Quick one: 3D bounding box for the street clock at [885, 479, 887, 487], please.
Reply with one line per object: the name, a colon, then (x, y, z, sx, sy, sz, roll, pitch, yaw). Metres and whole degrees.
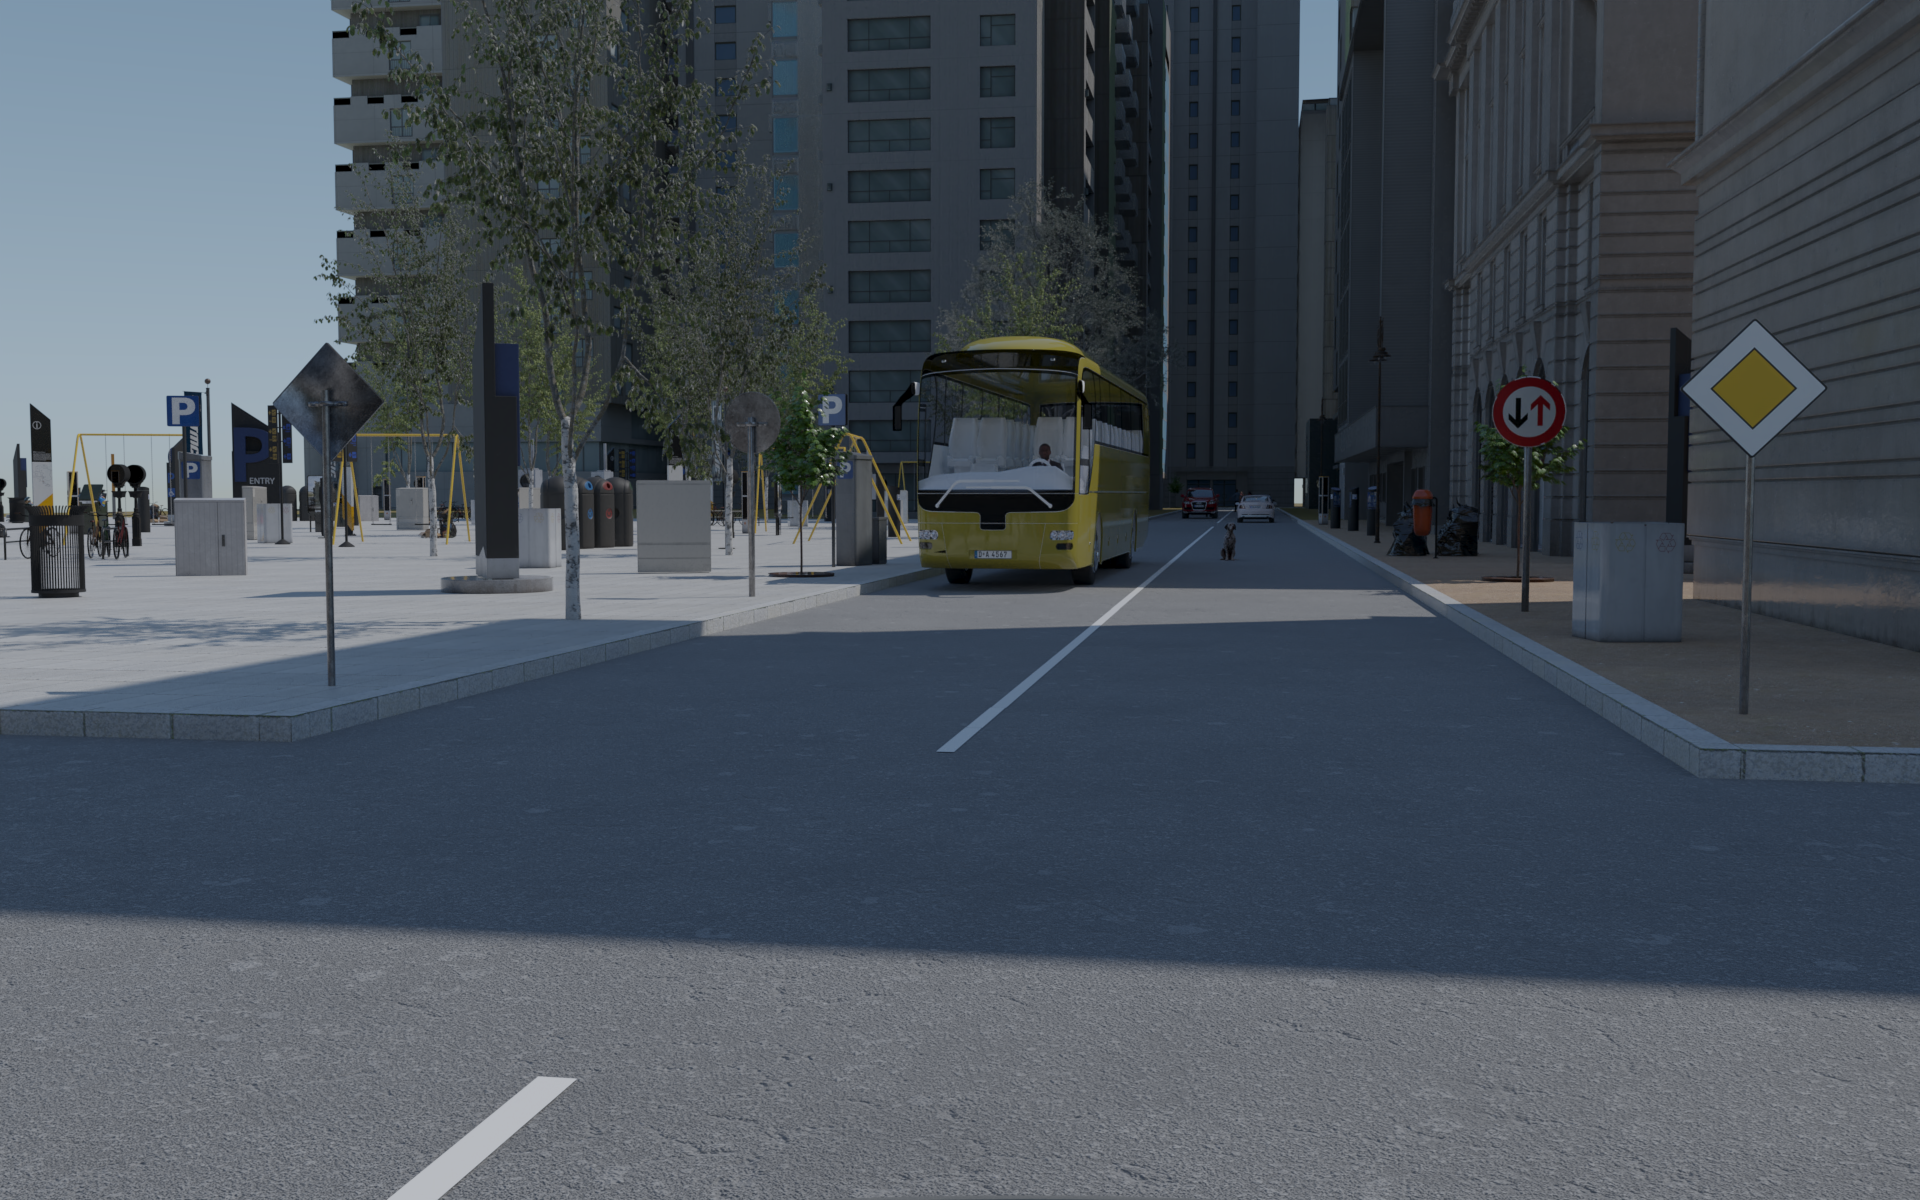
street clock: (-3.765, -4.899, 84.670, 0.358, 2.002, 0.471, 2, 4, 30)

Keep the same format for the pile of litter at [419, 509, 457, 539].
pile of litter: (-15.343, -2.254, 50.815, 1.176, 0.858, 1.719, 0, 4, 8)

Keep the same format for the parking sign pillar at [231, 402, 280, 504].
parking sign pillar: (-20.701, -3.821, 50.947, 1.447, 3.967, 1.447, -1, 4, -18)

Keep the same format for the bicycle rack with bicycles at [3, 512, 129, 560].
bicycle rack with bicycles: (-17.743, -1.311, 34.815, 2.852, 0.926, 2.925, -1, 4, -10)

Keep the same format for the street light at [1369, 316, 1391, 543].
street light: (10.933, -4.429, 45.205, 0.468, 5.910, 1.993, 1, 4, 10)

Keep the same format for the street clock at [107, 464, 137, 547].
street clock: (-20.285, -2.277, 41.800, 0.471, 2.002, 0.358, 0, 4, 8)

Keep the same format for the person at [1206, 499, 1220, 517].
person: (15.485, -6.065, 107.677, 1.348, 1.822, 0.705, -1, 4, -16)

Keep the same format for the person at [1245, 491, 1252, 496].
person: (22.378, -7.611, 134.408, 0.593, 1.643, 0.415, 1, 4, 9)

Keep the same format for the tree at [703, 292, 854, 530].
tree: (-5.961, -6.819, 61.858, 4.737, 8.622, 4.395, 0, 3, 0)

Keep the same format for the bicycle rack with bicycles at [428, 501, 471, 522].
bicycle rack with bicycles: (-26.461, -4.603, 88.641, 2.925, 0.926, 2.852, -3, 4, -38)

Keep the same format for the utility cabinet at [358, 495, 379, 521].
utility cabinet: (-27.944, -4.314, 81.703, 0.306, 1.237, 1.020, 3, 4, 38)

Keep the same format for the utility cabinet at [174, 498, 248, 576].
utility cabinet: (-11.779, -0.983, 27.239, 1.020, 1.237, 0.306, -1, 4, -17)

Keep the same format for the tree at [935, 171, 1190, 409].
tree: (3.576, -9.577, 66.952, 12.009, 13.543, 11.850, 0, 3, 0)

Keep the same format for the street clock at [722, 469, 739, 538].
street clock: (-6.687, -2.799, 50.327, 0.471, 2.002, 0.358, 2, 4, 27)

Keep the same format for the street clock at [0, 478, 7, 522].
street clock: (-43.788, -4.556, 79.068, 0.471, 2.002, 0.358, -1, 4, -10)

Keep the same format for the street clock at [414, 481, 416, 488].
street clock: (-25.494, -4.718, 81.709, 0.471, 2.002, 0.358, 1, 4, 11)

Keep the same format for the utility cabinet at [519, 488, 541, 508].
utility cabinet: (-14.749, -3.104, 59.433, 0.318, 1.500, 1.173, 3, 4, 37)

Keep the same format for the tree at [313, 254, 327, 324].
tree: (-10.834, -5.187, 35.175, 4.360, 8.622, 3.978, 0, 3, 0)

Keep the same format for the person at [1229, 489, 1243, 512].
person: (21.981, -7.894, 137.558, 1.348, 1.826, 0.705, -1, 4, -18)

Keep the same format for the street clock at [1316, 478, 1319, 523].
street clock: (16.031, -4.417, 76.790, 0.358, 2.002, 0.471, -2, 4, -29)

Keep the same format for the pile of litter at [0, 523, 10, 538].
pile of litter: (-28.693, -2.245, 50.678, 1.719, 0.858, 1.176, -3, 5, -41)

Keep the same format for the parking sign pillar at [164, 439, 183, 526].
parking sign pillar: (-31.096, -4.940, 69.243, 1.447, 3.967, 1.447, 1, 4, 15)

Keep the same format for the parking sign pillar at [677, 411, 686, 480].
parking sign pillar: (-9.016, -4.088, 55.306, 1.447, 3.967, 1.447, -1, 4, -15)

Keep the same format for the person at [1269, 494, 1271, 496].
person: (22.971, -7.207, 129.564, 0.421, 1.427, 0.697, -2, 4, -35)

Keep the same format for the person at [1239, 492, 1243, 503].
person: (24.374, -8.562, 149.960, 0.415, 1.643, 0.593, -3, 5, -41)

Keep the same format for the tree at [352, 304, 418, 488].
tree: (-21.031, -7.019, 65.116, 4.737, 8.622, 4.395, 0, 3, 0)

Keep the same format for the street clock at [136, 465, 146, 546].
street clock: (-20.227, -2.320, 42.506, 0.471, 2.002, 0.358, -1, 4, -11)

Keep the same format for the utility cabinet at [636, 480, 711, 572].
utility cabinet: (-4.649, -1.190, 28.138, 1.173, 1.500, 0.318, -1, 4, -12)

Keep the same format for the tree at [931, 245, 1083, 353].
tree: (1.596, -6.157, 51.034, 4.737, 8.622, 4.395, 0, 3, 0)

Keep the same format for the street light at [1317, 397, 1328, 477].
street light: (17.293, -6.731, 82.840, 0.468, 5.910, 1.993, 1, 4, 10)

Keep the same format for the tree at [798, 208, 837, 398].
tree: (-4.769, -5.257, 36.315, 4.360, 8.622, 3.978, 0, 3, 0)

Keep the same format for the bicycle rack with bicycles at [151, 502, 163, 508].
bicycle rack with bicycles: (-37.249, -4.189, 81.864, 2.852, 0.926, 2.925, 0, 4, 7)

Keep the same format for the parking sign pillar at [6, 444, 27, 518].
parking sign pillar: (-50.474, -6.393, 92.996, 1.447, 3.967, 1.447, -3, 4, -38)

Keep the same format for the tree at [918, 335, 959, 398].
tree: (0.029, -7.802, 77.929, 4.360, 8.622, 3.978, 0, 3, 0)

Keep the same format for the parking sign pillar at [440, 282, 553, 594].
parking sign pillar: (-6.125, -2.100, 22.814, 1.447, 3.967, 1.447, -1, 4, -22)

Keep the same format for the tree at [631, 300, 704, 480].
tree: (-10.666, -7.034, 65.374, 4.737, 8.622, 4.395, 0, 3, 0)

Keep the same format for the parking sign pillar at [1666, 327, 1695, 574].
parking sign pillar: (12.204, -2.429, 28.194, 1.447, 3.967, 1.447, -1, 4, -15)

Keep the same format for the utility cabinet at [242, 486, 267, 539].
utility cabinet: (-19.803, -2.447, 48.684, 0.318, 1.500, 1.173, 0, 4, -4)

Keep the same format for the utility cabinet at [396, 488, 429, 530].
utility cabinet: (-19.249, -3.190, 60.842, 1.173, 1.500, 0.318, 1, 4, 22)

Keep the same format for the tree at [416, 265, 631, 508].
tree: (-13.630, -6.347, 54.133, 4.737, 8.622, 4.395, 0, 3, 0)

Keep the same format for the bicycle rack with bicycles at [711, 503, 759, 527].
bicycle rack with bicycles: (-9.530, -3.435, 69.546, 2.925, 0.926, 2.852, -3, 5, -43)

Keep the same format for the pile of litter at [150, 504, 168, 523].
pile of litter: (-36.019, -3.891, 77.587, 1.719, 0.858, 1.176, -1, 4, -19)
